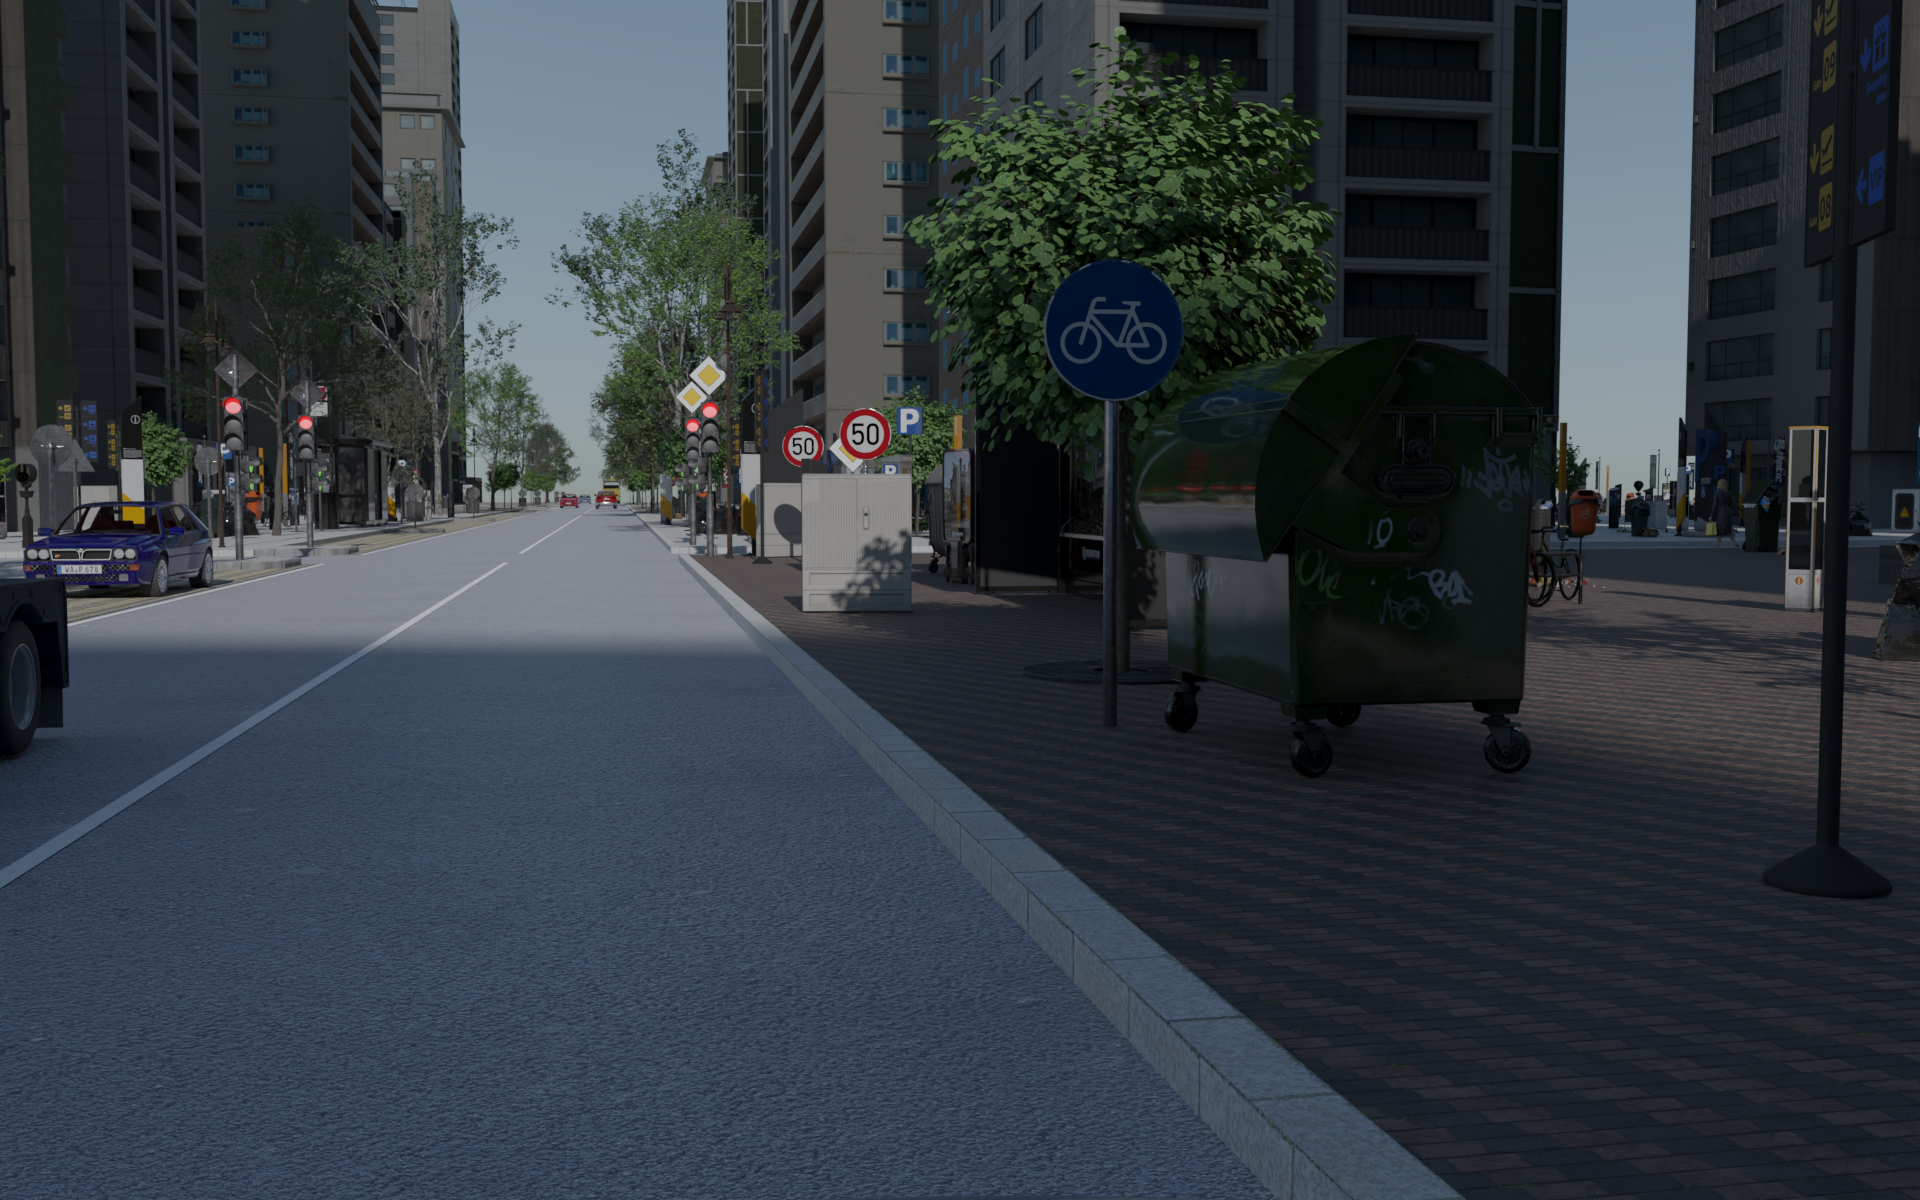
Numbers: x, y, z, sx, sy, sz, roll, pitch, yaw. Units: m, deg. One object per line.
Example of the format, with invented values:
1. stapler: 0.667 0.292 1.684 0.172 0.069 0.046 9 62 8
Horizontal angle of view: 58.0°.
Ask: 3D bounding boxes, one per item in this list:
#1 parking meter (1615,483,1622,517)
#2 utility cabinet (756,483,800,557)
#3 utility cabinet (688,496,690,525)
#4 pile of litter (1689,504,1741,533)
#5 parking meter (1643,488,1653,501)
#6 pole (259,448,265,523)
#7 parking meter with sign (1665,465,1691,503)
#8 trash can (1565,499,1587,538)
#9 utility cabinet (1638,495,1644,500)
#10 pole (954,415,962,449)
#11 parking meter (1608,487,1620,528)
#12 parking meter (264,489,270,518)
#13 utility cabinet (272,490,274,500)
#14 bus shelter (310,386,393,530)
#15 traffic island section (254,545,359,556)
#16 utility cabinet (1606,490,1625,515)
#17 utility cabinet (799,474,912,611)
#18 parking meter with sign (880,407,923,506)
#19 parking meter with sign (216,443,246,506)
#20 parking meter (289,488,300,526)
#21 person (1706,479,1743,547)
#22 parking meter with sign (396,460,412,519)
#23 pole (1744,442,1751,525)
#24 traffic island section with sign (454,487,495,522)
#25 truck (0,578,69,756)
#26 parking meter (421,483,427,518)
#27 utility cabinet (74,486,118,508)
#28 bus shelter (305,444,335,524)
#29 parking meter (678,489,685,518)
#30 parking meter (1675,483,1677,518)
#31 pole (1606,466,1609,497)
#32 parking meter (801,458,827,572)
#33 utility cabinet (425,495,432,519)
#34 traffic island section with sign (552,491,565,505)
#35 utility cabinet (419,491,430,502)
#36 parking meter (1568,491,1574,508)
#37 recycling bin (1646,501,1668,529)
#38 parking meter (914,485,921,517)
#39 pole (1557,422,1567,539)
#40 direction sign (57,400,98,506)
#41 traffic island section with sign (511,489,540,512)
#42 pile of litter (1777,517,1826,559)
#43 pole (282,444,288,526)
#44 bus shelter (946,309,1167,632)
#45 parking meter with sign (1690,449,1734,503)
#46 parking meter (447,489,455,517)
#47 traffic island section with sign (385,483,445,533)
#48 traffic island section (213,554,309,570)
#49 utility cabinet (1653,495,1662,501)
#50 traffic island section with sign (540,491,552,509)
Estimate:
1. parking meter: 36.093 -5.464 95.049 0.399 1.863 0.255 1 4 22
2. utility cabinet: -3.592 -1.623 35.215 1.173 1.500 0.318 -3 5 -44
3. utility cabinet: -10.982 -3.705 71.744 0.306 1.237 1.020 -2 4 -27
4. pile of litter: 25.138 -2.650 57.288 1.176 0.858 1.719 -1 4 -19
5. parking meter: 25.931 -3.480 65.305 0.372 1.533 0.369 0 3 0
6. pole: -30.909 -5.068 76.700 0.158 3.312 0.155 0 3 0
7. parking meter with sign: 48.167 -7.327 116.060 0.543 3.016 1.738 -3 5 -40
8. trash can: 18.135 -2.403 50.944 0.748 1.137 0.748 0 3 0
9. utility cabinet: 34.511 -4.685 87.756 0.306 1.237 1.020 1 4 22
10. pole: -0.055 -3.131 45.033 0.158 3.312 0.155 0 3 0
11. parking meter: 24.486 -3.451 64.834 0.372 1.533 0.369 0 3 0
12. parking meter: -36.149 -5.024 90.547 0.372 1.533 0.369 0 3 0
13. utility cabinet: -40.341 -5.655 101.142 0.318 1.500 1.173 -2 4 -31
14. bus shelter: -23.568 -5.455 66.825 2.179 5.291 8.768 -1 4 -11
15. traffic island section: -15.625 -1.182 41.612 2.009 0.180 2.903 -1 4 -11
16. utility cabinet: 40.388 -5.995 106.699 1.173 1.500 0.318 -1 4 -23
17. utility cabinet: -1.115 -0.617 18.771 1.173 1.500 0.318 0 4 -3
18. parking meter with sign: -1.271 -2.308 33.996 0.543 3.016 1.738 1 4 19
19. parking meter with sign: -25.099 -3.904 60.092 0.543 3.016 1.738 0 4 3
20. parking meter: -26.938 -3.772 70.086 0.372 1.533 0.369 0 3 0
21. person: 19.123 -2.064 42.470 1.509 1.804 0.699 2 4 27
22. parking meter with sign: -28.362 -5.658 88.765 0.543 3.016 1.738 0 4 -4
23. pole: 31.006 -4.546 68.168 0.158 3.312 0.155 0 3 0
24. traffic island section with sign: -25.374 -5.008 90.515 1.989 1.847 2.006 -1 4 -11
25. truck: -4.344 -0.671 0.735 2.967 4.110 18.799 -1 4 -13
26. parking meter: -29.172 -5.421 94.350 0.255 1.863 0.399 0 4 -5
27. utility cabinet: -23.226 -2.316 46.546 1.173 1.500 0.318 1 4 17
28. bus shelter: -28.246 -5.332 78.469 1.731 3.624 6.357 -1 4 -11
29. parking meter: -15.083 -5.225 93.844 0.372 1.533 0.369 0 3 0
30. parking meter: 39.214 -5.430 94.484 0.399 1.863 0.255 -3 5 -42
31. pole: 46.781 -8.029 125.111 0.158 3.312 0.155 0 3 0
32. parking meter: -2.394 -1.395 28.525 0.255 1.863 0.399 3 5 43
33. utility cabinet: -27.089 -4.716 88.268 0.306 1.237 1.020 -1 4 -14
34. traffic island section with sign: -51.197 -12.944 220.260 1.989 1.847 2.006 -1 4 -11
35. utility cabinet: -33.685 -6.088 108.215 0.318 1.500 1.173 3 4 39
36. parking meter: 28.988 -4.669 82.049 0.255 1.863 0.399 -3 5 -42
37. recycling bin: 25.599 -3.143 63.936 0.722 1.027 0.722 -2 4 -31
38. parking meter: -2.374 -5.554 96.511 0.255 1.863 0.399 -2 4 -32
39. pole: 17.182 -3.398 49.396 0.158 3.312 0.155 0 3 0
40. direction sign: -21.323 -3.053 41.911 0.876 3.537 0.379 -1 4 -13
41. traffic island section with sign: -35.025 -7.973 138.990 1.989 1.847 2.006 -1 4 -11
42. pile of litter: 16.940 -1.267 34.678 1.719 0.858 1.176 -2 4 -35
43. pole: -27.324 -4.663 70.088 0.158 3.312 0.155 0 3 0
44. bus shelter: 1.269 -1.705 19.155 1.731 3.624 6.357 -1 4 -11
45. parking meter with sign: 28.892 -4.293 66.448 1.738 3.016 0.543 -2 4 -32
46. parking meter: -27.919 -5.295 94.983 0.372 1.533 0.369 0 3 0
47. traffic island section with sign: -20.073 -3.379 63.869 1.989 1.847 2.006 -1 4 -11
48. traffic island section: -14.066 -0.703 33.780 2.009 0.180 2.903 -1 4 -11
49. utility cabinet: 41.029 -5.511 101.260 1.020 1.237 0.306 1 4 13
50. traffic island section with sign: -40.389 -9.622 165.944 1.989 1.847 2.006 -1 4 -11
